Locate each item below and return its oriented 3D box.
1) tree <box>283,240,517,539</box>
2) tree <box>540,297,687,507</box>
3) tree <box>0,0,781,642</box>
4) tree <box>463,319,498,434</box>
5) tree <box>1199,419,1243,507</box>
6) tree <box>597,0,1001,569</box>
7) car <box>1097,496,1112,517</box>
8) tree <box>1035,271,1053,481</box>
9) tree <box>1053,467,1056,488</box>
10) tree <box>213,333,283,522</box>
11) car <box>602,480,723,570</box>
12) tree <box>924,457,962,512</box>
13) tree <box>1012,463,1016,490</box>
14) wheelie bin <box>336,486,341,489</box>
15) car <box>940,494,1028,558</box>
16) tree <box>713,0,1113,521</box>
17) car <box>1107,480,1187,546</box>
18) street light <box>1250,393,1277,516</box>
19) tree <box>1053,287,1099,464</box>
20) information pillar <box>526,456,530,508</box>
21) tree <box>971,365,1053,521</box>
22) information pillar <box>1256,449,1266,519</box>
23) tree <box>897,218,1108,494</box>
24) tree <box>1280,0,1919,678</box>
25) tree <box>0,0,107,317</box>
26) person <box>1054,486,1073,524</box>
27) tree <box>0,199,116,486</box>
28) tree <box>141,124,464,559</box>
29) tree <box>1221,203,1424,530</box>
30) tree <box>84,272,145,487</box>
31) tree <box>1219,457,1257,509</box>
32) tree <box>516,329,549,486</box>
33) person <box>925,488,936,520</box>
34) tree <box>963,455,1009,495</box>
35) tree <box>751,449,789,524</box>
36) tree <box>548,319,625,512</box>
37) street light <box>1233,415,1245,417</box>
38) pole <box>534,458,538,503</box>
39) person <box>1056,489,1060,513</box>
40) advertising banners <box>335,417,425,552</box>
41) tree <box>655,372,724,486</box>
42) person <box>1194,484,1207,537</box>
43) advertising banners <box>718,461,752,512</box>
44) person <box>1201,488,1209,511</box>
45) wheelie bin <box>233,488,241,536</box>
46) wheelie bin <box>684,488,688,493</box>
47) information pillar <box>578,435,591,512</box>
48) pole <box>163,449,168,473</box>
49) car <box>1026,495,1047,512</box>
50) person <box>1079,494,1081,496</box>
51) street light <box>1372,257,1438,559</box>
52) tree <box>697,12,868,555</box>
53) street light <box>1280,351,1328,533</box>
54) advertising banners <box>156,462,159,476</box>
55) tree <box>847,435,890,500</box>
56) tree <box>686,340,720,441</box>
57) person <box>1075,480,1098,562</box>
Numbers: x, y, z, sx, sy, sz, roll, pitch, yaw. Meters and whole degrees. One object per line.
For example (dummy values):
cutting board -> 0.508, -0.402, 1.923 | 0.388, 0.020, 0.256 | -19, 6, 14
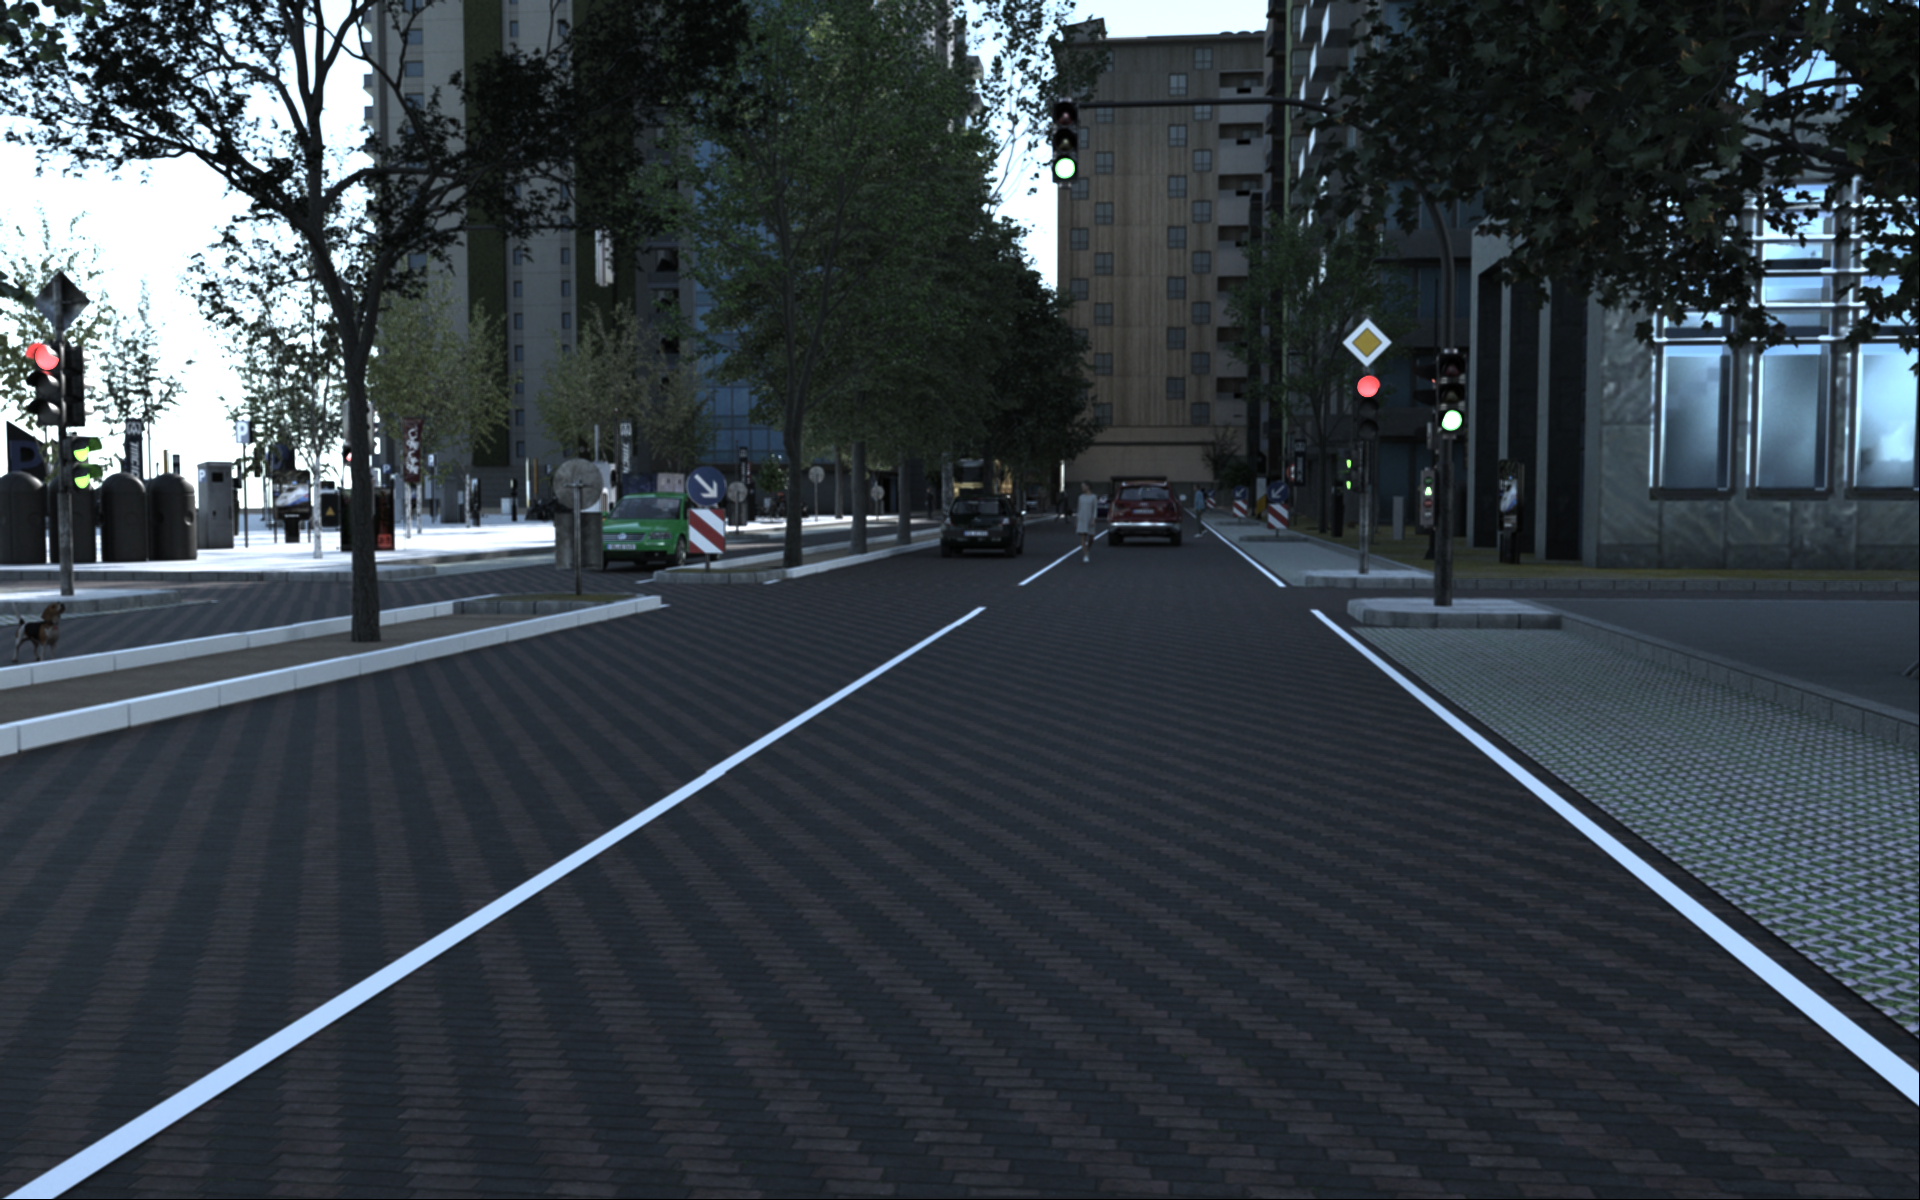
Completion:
tree -> -16.017, -6.059, 49.431 | 4.737, 8.622, 4.395 | 0, 3, 0
tree -> -13.072, -6.972, 64.353 | 4.360, 8.622, 3.978 | 0, 3, 0
tree -> -5.683, -4.888, 16.786 | 8.767, 10.594, 7.601 | 0, 4, 7
tree -> -17.453, -6.480, 56.304 | 4.360, 8.622, 3.978 | 0, 3, 0
tree -> 25.349, -13.338, 168.443 | 4.360, 8.622, 3.978 | 0, 3, 0
tree -> -3.073, -6.367, 32.311 | 9.928, 11.665, 9.643 | 0, 3, 0
car -> 7.592, -4.892, 92.558 | 1.945, 1.354, 3.894 | 0, 4, 8
tree -> -1.628, -7.829, 48.588 | 7.486, 12.596, 7.792 | 0, 3, 0
tree -> 3.414, -8.434, 90.714 | 4.737, 8.622, 4.395 | 0, 3, 0
tree -> -31.761, -7.869, 79.028 | 4.737, 8.622, 4.395 | 0, 3, 0
car -> -5.893, -1.527, 33.765 | 1.959, 1.807, 4.718 | 0, 4, 7
tree -> -0.938, -8.673, 125.514 | 4.285, 4.588, 4.351 | 0, 3, 0
tree -> 3.871, -13.182, 165.882 | 4.360, 8.622, 3.978 | 0, 3, 0
wheelie bin -> -24.039, -3.614, 66.996 | 0.693, 1.594, 0.980 | -1, 4, -10
car -> 0.551, -1.875, 40.436 | 2.009, 1.686, 4.222 | 0, 4, 6
tree -> -1.535, -12.306, 59.551 | 12.611, 20.169, 13.585 | 0, 3, 0
car -> 5.325, -2.499, 49.525 | 2.281, 1.827, 5.304 | 0, 4, 8
street light -> 14.151, -6.524, 79.208 | 1.470, 5.913, 1.316 | 0, 4, 7
tree -> 2.861, -10.020, 84.416 | 7.486, 12.596, 7.792 | 0, 3, 0
information pillar -> -26.836, -7.114, 107.669 | 0.183, 3.616, 0.504 | -2, 4, -28
tree -> 1.718, -7.682, 78.428 | 4.737, 8.622, 4.395 | 0, 3, 0
information pillar -> 15.442, -5.961, 88.814 | 0.504, 3.616, 0.183 | 0, 4, 6
tree -> 1.141, -9.252, 70.730 | 9.611, 12.733, 9.660 | 0, 3, 0
tree -> 7.021, -5.790, 11.676 | 9.611, 12.733, 9.660 | 0, 3, 0
tree -> -6.935, -5.954, 6.459 | 9.857, 13.997, 8.962 | 0, 3, 0
person -> 5.026, -4.635, 84.243 | 0.822, 1.834, 0.622 | 1, 4, 21
tree -> -22.650, -5.638, 42.543 | 4.737, 8.622, 4.395 | 0, 3, 0
tree -> -12.948, -5.129, 34.216 | 4.360, 8.622, 3.978 | 0, 3, 0
tree -> 13.020, -8.365, 62.527 | 9.928, 11.665, 9.643 | 0, 3, 0
tree -> -26.723, -6.453, 55.876 | 4.360, 8.622, 3.978 | 0, 3, 0
tree -> 24.350, -10.284, 151.859 | 4.285, 4.588, 4.351 | 0, 3, 0
tree -> -18.672, -7.050, 65.625 | 4.737, 8.622, 4.395 | 0, 3, 0
person -> -1.664, -5.429, 97.690 | 0.534, 1.772, 0.576 | 2, 4, 27
tree -> 1.268, -12.271, 150.988 | 4.360, 8.622, 3.978 | 0, 3, 0
tree -> -8.198, -4.870, 74.229 | 1.663, 3.219, 1.824 | 0, 3, 0
tree -> -16.288, -7.529, 73.463 | 4.737, 8.622, 4.395 | 0, 3, 0
street light -> 16.707, -7.899, 101.684 | 1.470, 5.913, 1.316 | 0, 4, 7
pole -> -24.263, -6.436, 99.074 | 0.158, 3.312, 0.155 | 0, 3, 0
person -> 7.547, -7.600, 132.846 | 0.705, 1.814, 1.350 | 0, 4, -1
advertising banners -> -13.060, -2.625, 39.102 | 2.074, 3.025, 0.090 | -3, 5, -39
tree -> -16.155, -9.333, 102.949 | 4.737, 8.622, 4.395 | 0, 3, 0
person -> 8.037, -3.005, 57.977 | 0.444, 1.785, 0.601 | 2, 4, 31
advertising banners -> -11.923, -5.828, 91.467 | 2.074, 3.025, 0.090 | 1, 4, 16
person -> 18.604, -7.603, 132.439 | 1.348, 1.869, 0.705 | 3, 4, 37
wheelie bin -> -22.583, -2.779, 53.351 | 0.980, 1.594, 0.693 | 3, 5, 45
wheelie bin -> -13.877, -4.796, 86.329 | 0.980, 1.594, 0.693 | 2, 4, 27
information pillar -> -14.978, -4.755, 69.094 | 0.504, 3.616, 0.183 | 0, 4, -6
pole -> -35.928, -5.170, 78.379 | 0.158, 3.312, 0.155 | 0, 3, 0
car -> 6.024, -7.744, 139.198 | 1.945, 1.354, 3.894 | 0, 4, 7
person -> 10.117, -8.166, 145.278 | 0.557, 1.426, 1.065 | 1, 4, 17
street light -> 8.765, -3.760, 34.017 | 1.470, 5.913, 1.316 | 0, 4, 7
tree -> -2.459, -7.369, 41.062 | 7.486, 12.596, 7.792 | 0, 3, 0
street light -> 11.341, -5.134, 56.490 | 1.470, 5.913, 1.316 | 0, 4, 7
advertising banners -> -43.415, -5.936, 93.236 | 0.090, 3.025, 2.074 | 0, 4, -6
tree -> -4.941, -9.245, 101.523 | 4.360, 8.622, 3.978 | 0, 3, 0
tree -> -13.310, -7.928, 79.978 | 4.360, 8.622, 3.978 | 0, 3, 0
person -> 2.685, -1.693, 36.930 | 0.466, 1.731, 0.760 | 0, 4, -6
